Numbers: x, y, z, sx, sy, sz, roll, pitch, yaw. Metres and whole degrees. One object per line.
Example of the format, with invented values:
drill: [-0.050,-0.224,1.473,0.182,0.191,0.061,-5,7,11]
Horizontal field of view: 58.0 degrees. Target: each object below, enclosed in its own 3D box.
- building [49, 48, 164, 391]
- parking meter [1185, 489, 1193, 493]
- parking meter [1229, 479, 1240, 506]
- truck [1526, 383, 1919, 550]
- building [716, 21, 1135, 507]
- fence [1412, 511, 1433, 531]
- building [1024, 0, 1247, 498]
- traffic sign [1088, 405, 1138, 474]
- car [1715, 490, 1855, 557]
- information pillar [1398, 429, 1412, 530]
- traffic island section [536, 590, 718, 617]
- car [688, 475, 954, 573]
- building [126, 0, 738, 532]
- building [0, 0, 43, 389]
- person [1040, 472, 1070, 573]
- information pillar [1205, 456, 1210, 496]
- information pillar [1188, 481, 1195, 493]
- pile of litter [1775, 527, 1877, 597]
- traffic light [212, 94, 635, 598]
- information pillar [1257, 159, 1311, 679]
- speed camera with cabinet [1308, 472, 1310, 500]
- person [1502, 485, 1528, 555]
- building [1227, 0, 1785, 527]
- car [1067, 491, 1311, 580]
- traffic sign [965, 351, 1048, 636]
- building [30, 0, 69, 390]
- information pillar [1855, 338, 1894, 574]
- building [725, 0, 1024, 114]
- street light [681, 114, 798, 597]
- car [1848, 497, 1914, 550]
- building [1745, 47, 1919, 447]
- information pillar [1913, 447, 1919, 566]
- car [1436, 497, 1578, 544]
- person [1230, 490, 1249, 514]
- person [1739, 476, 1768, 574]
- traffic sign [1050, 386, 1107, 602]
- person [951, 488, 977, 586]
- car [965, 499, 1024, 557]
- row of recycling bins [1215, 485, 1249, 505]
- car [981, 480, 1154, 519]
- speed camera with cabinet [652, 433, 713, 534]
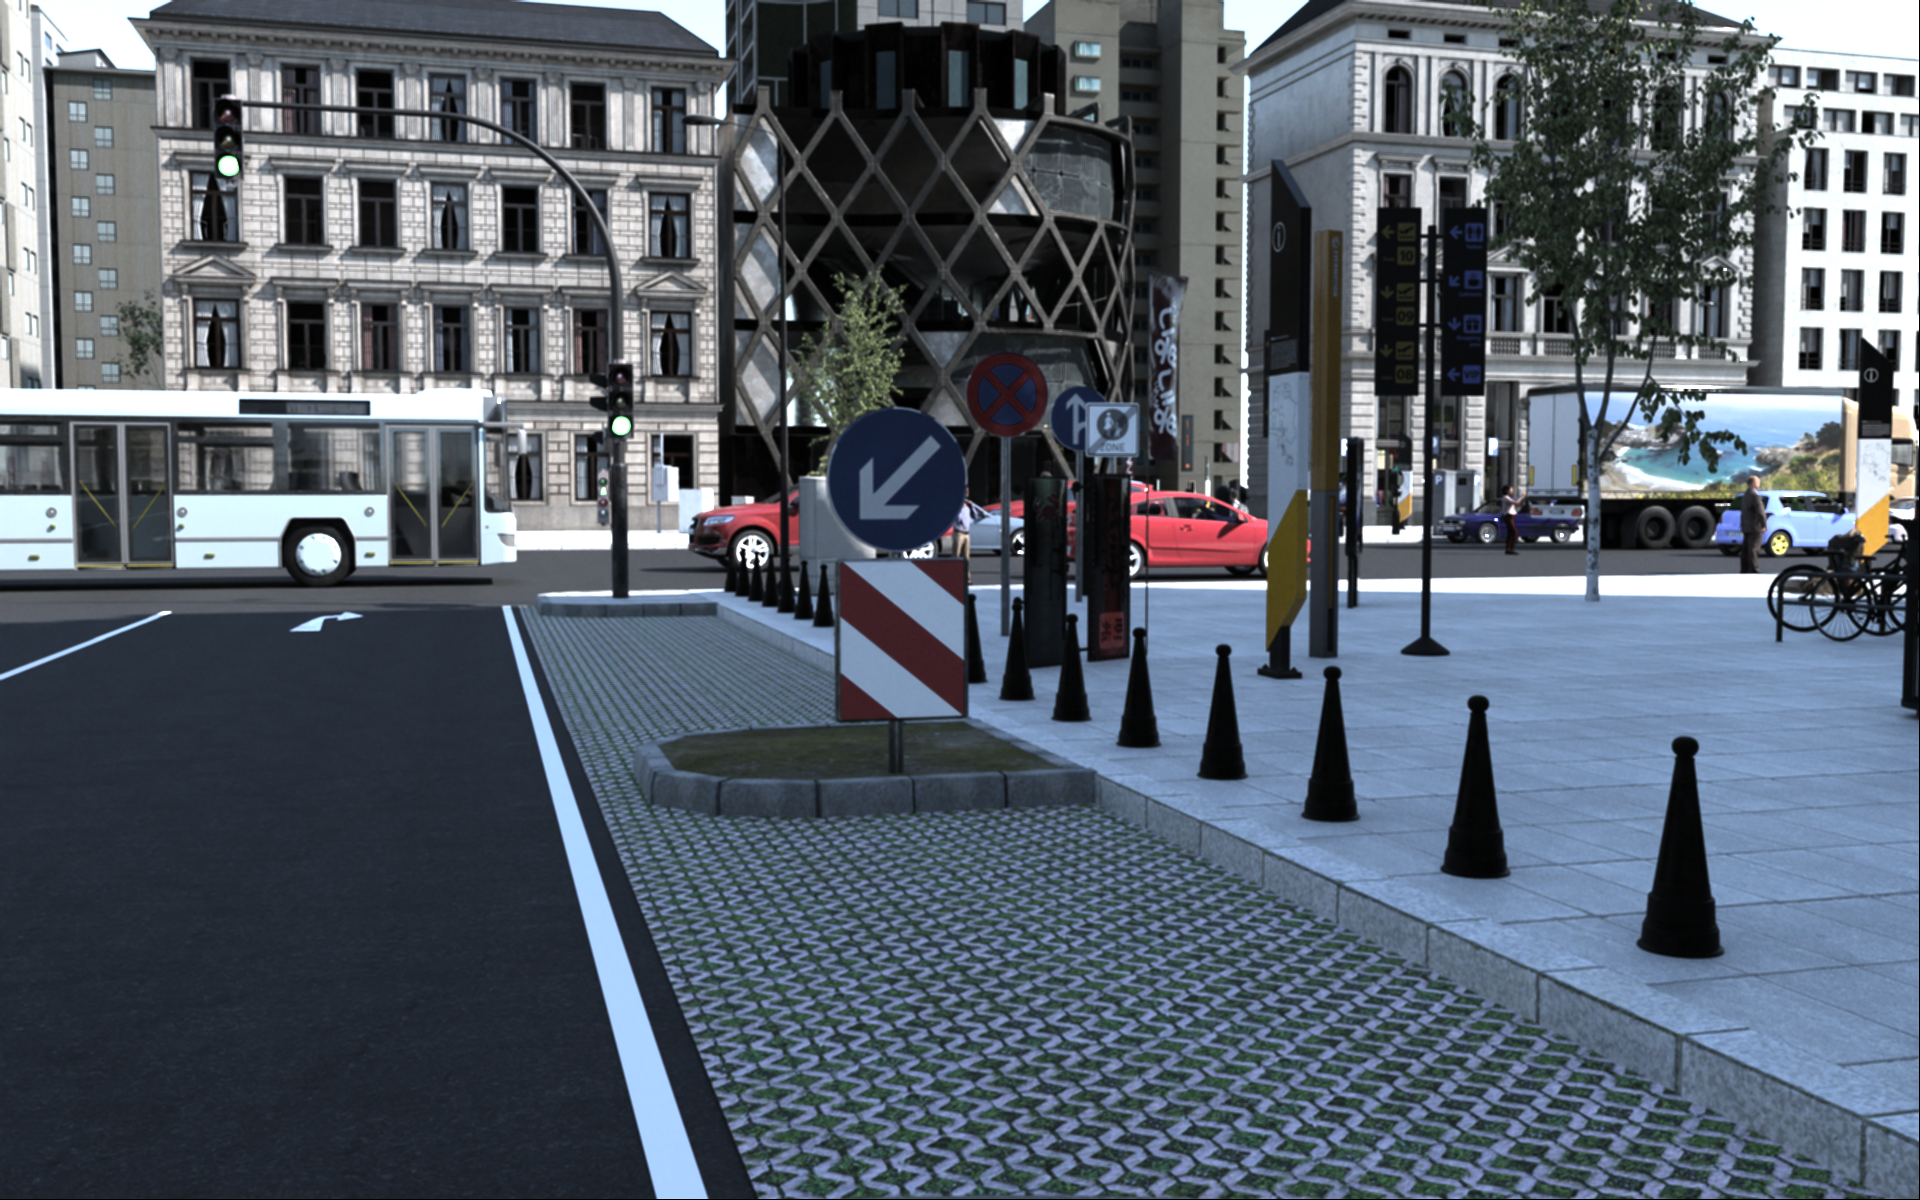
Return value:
building: [-94.816,-38.315,215.695,27.495,52.752,28.713,-1,4,-16]
parking meter: [11.567,-4.838,87.519,0.372,1.533,0.369,0,3,0]
parking meter: [10.672,-3.773,67.407,0.255,1.863,0.399,-3,4,-39]
truck: [20.754,-3.509,46.291,11.283,4.237,2.839,-1,4,-15]
building: [-1.710,-12.421,70.537,16.811,18.784,16.820,-1,4,-16]
fence: [16.181,-2.755,60.414,0.278,0.683,2.069,3,4,37]
building: [15.672,-33.179,166.180,21.600,48.544,21.300,-1,4,-16]
traffic sign: [1.704,-1.061,19.484,0.606,2.300,0.079,0,4,-8]
car: [19.507,-1.875,40.243,3.694,1.707,1.945,-1,4,-17]
information pillar: [15.978,-4.336,62.248,0.504,3.616,0.183,2,4,32]
traffic island section: [-4.187,0.052,21.437,2.009,0.180,2.903,-1,4,-16]
car: [-2.501,-1.482,32.912,5.304,1.827,2.281,-1,4,-18]
building: [-18.352,-12.104,62.536,19.286,19.102,10.561,-1,4,-16]
building: [-88.631,-33.275,133.285,27.495,52.752,28.713,-1,4,-16]
person: [1.636,-1.379,31.152,0.850,1.850,0.679,3,5,43]
information pillar: [15.382,-7.115,107.680,0.183,3.616,0.504,2,4,31]
information pillar: [13.389,-5.856,100.229,0.304,2.012,0.304,-1,4,-14]
pile of litter: [11.226,-0.519,22.450,1.176,0.858,1.719,2,4,25]
traffic light: [-6.219,-2.810,20.610,4.771,5.953,1.251,-1,4,-16]
information pillar: [2.267,-1.262,11.987,0.183,3.616,0.504,-1,4,-14]
speed camera with cabinet: [13.113,-4.388,66.078,0.660,3.252,2.038,1,4,15]
person: [13.148,-1.904,41.095,0.517,1.644,0.566,-1,4,-22]
building: [22.912,-15.025,74.532,19.941,23.489,11.050,-1,4,-16]
car: [3.920,-1.265,29.725,4.494,1.783,2.155,-1,4,-14]
traffic sign: [0.412,-0.947,15.592,0.768,2.556,0.104,-1,4,-13]
building: [-120.609,-40.512,204.364,28.212,58.520,21.231,-1,4,-16]
information pillar: [13.722,-2.121,26.036,0.504,3.616,0.183,0,4,1]
building: [-8.093,-42.260,129.196,20.563,71.187,20.611,-1,4,-16]
street light: [-2.726,-2.993,21.484,1.470,5.913,1.316,-1,4,-16]
car: [24.482,-1.893,43.309,4.827,1.381,2.083,-1,4,-17]
building: [41.135,-13.748,79.532,16.860,20.320,10.420,-1,4,-16]
information pillar: [15.050,-1.371,26.911,0.304,2.012,0.304,-2,4,-26]
car: [16.022,-2.334,50.742,3.894,1.354,1.945,-1,4,-16]
person: [5.615,-1.485,35.377,0.523,1.515,0.503,0,4,-7]
person: [14.116,-1.329,30.780,0.434,1.755,0.990,0,4,5]
traffic sign: [1.415,-1.250,20.541,0.768,2.556,0.104,-1,4,-15]
person: [0.056,-0.961,26.268,0.319,1.574,0.516,3,5,42]
car: [-0.222,-1.715,40.048,4.499,1.417,2.014,-1,4,-16]
row of recycling bins: [13.706,-4.591,82.183,3.534,1.692,1.069,2,4,33]
car: [2.915,-2.261,45.643,5.304,1.827,2.281,-1,4,-17]
speed camera with cabinet: [-8.947,-3.762,55.851,2.038,3.252,0.660,2,4,28]
